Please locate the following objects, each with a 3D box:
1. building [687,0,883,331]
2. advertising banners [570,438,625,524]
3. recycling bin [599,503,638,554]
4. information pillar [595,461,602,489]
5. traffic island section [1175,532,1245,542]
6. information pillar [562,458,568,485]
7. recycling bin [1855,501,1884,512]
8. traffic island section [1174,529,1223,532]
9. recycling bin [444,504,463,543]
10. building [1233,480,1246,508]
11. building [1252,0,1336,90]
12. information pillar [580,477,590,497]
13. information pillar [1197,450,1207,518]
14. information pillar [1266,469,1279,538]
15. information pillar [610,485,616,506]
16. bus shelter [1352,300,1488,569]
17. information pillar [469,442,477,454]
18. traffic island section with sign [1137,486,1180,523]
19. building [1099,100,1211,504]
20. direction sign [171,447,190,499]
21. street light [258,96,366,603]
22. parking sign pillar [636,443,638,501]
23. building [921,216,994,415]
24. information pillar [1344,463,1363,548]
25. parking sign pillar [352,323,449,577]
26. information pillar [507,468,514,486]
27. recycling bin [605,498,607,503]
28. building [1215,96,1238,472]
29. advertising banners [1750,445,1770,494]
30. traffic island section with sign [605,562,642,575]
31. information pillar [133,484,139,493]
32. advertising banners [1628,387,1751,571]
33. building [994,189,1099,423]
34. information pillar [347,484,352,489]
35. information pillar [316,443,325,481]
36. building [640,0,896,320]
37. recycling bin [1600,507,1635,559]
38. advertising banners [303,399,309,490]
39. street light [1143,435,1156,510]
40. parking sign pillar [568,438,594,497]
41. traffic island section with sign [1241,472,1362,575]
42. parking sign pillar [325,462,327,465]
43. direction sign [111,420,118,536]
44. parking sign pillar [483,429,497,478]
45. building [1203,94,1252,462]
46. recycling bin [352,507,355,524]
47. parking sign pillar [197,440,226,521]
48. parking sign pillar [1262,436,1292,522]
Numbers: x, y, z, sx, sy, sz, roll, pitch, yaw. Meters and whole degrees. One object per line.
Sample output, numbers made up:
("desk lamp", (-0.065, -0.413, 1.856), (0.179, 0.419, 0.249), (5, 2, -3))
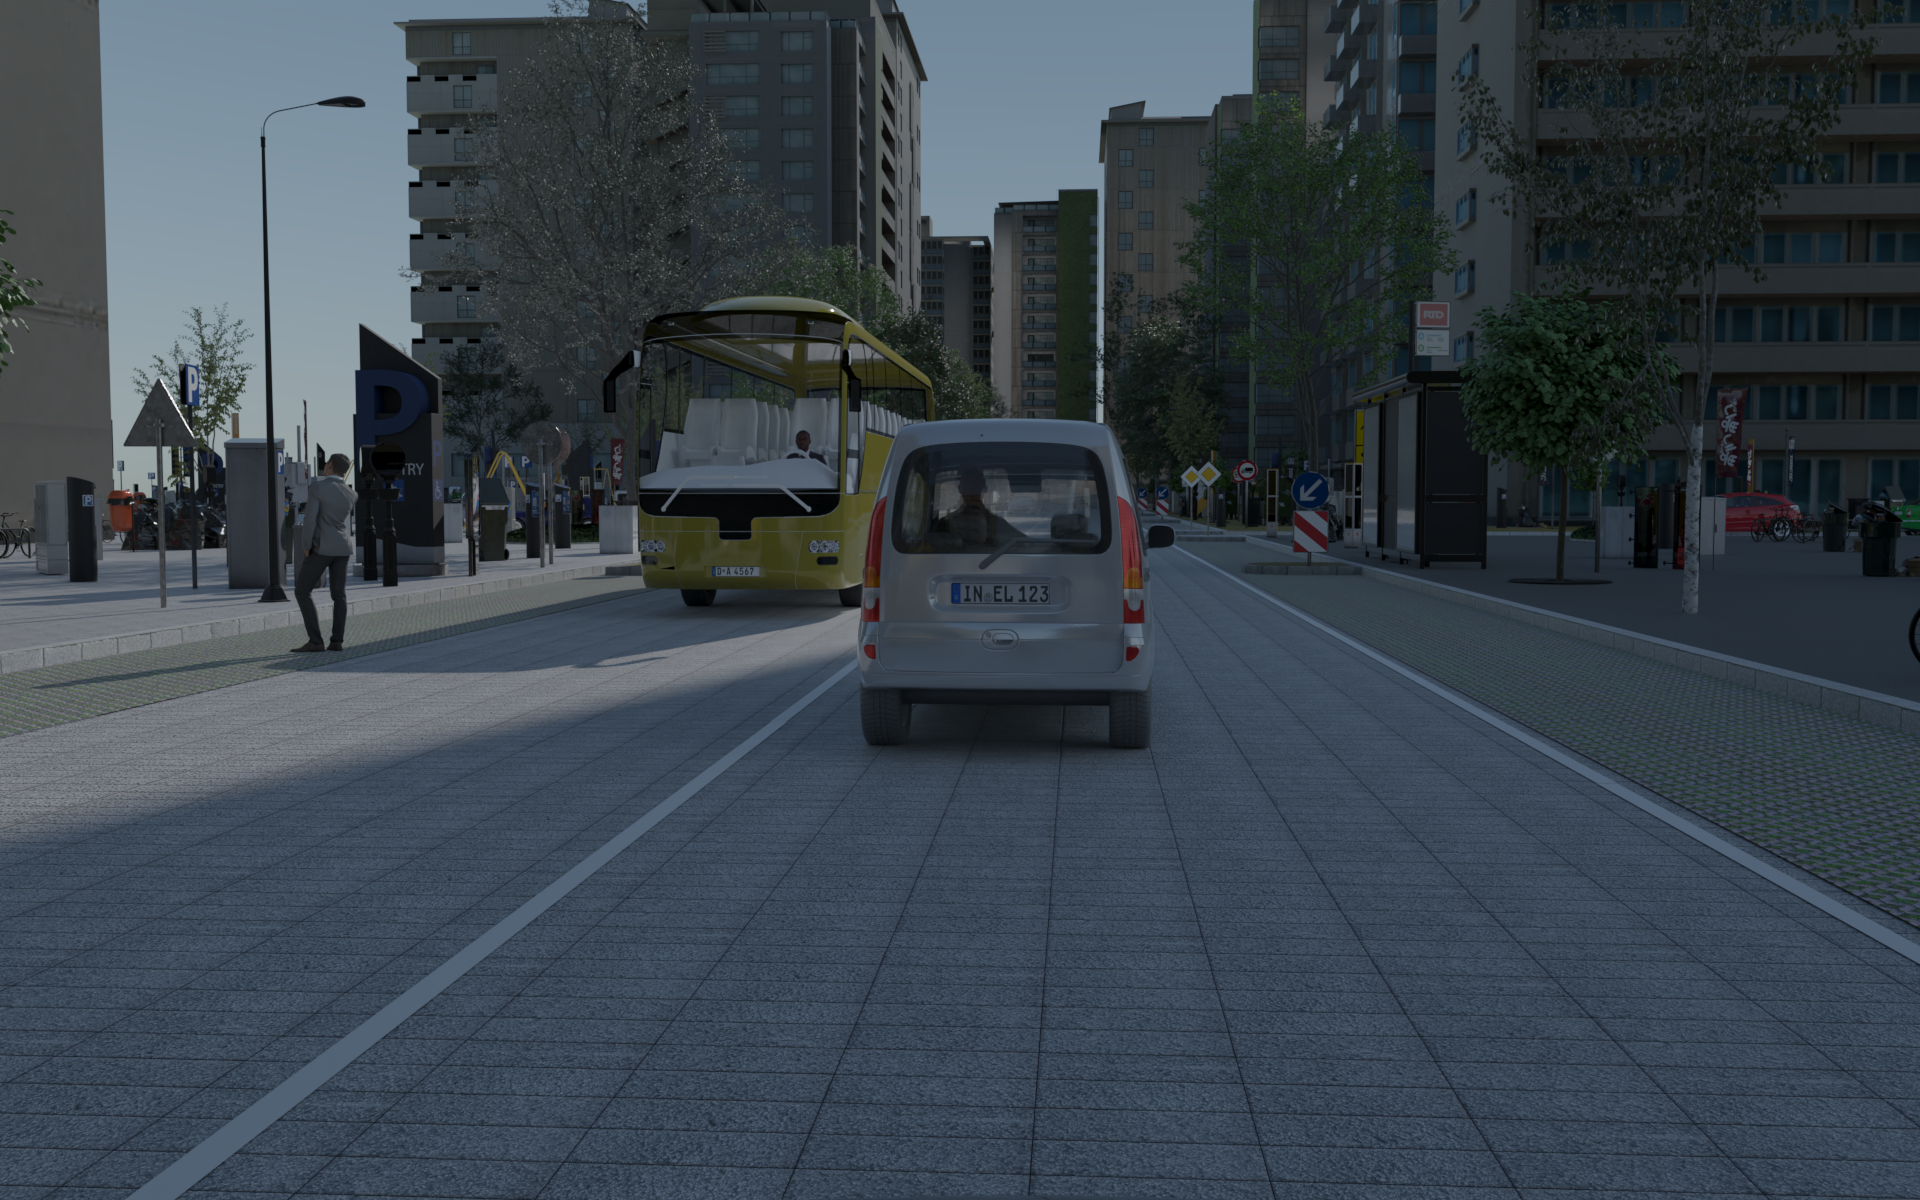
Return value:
("building", (-14.168, -28.188, 144.470), (14.154, 41.232, 14.086), (0, 4, 4))
("advertising banners", (-11.463, -3.576, 54.649), (2.074, 3.025, 0.090), (1, 4, 18))
("recycling bin", (-7.372, -1.520, 37.403), (0.722, 1.027, 0.722), (0, 4, -1))
("information pillar", (-25.163, -7.903, 120.571), (0.504, 3.616, 0.183), (-2, 4, -33))
("traffic island section", (7.632, -1.888, 53.150), (2.009, 0.180, 2.903), (0, 4, 4))
("information pillar", (-22.516, -6.579, 98.929), (0.504, 3.616, 0.183), (0, 4, -8))
("recycling bin", (33.062, -3.085, 62.987), (0.722, 1.027, 0.722), (-2, 4, -33))
("traffic island section", (8.180, -2.375, 61.116), (2.009, 0.180, 2.903), (0, 4, 4))
("recycling bin", (-13.572, -2.025, 45.662), (0.722, 1.027, 0.722), (-2, 4, -33))
("building", (42.168, -28.705, 161.204), (32.217, 40.220, 23.993), (0, 4, 4))
("building", (30.869, -28.083, 142.745), (14.154, 41.232, 14.086), (0, 4, 4))
("information pillar", (-16.051, -4.260, 74.135), (0.304, 2.012, 0.304), (-3, 4, -36))
("information pillar", (12.892, -6.172, 92.274), (0.504, 3.616, 0.183), (2, 4, 24))
("information pillar", (9.221, -2.851, 51.108), (0.304, 2.012, 0.304), (1, 4, 17))
("information pillar", (-21.862, -6.398, 109.093), (0.304, 2.012, 0.304), (0, 4, 2))
("bus shelter", (8.944, -3.425, 33.634), (2.179, 5.291, 8.768), (0, 4, 4))
("information pillar", (-21.858, -5.291, 77.866), (0.183, 3.616, 0.504), (2, 4, 24))
("traffic island section with sign", (9.881, -4.720, 85.802), (1.989, 1.847, 2.006), (0, 4, 4))
("building", (33.048, -39.798, 239.938), (27.495, 52.752, 28.713), (0, 4, 4))
("direction sign", (-35.577, -5.332, 79.172), (0.876, 3.537, 0.379), (0, 4, -1))
("street light", (-7.630, -2.928, 20.407), (1.470, 5.913, 1.316), (0, 4, 4))
("parking sign pillar", (-11.270, -4.553, 62.914), (1.447, 3.967, 1.447), (-3, 4, -36))
("building", (-6.935, -33.810, 244.670), (23.993, 40.220, 32.217), (0, 4, 4))
("information pillar", (9.318, -2.235, 41.038), (0.304, 2.012, 0.304), (-2, 4, -34))
("parking sign pillar", (-8.828, -2.370, 27.227), (1.447, 3.967, 1.447), (0, 4, 8))
("information pillar", (-27.763, -7.076, 107.040), (0.504, 3.616, 0.183), (2, 4, 23))
("recycling bin", (-23.106, -6.020, 110.975), (0.722, 1.027, 0.722), (2, 4, 31))
("building", (33.643, -30.410, 180.805), (14.154, 41.232, 14.086), (0, 4, 4))
("advertising banners", (28.419, -4.008, 61.713), (2.074, 3.025, 0.090), (-3, 5, -43))
("traffic island section with sign", (-5.164, -1.380, 31.187), (1.989, 1.847, 2.006), (0, 4, 4))
("information pillar", (-58.586, -7.258, 123.152), (0.304, 2.012, 0.304), (-3, 5, -40))
("advertising banners", (12.306, -2.027, 29.329), (0.090, 3.025, 2.074), (-3, 4, -36))
("building", (11.641, -33.706, 234.682), (14.086, 41.232, 14.154), (0, 4, 4))
("information pillar", (-45.191, -7.574, 128.324), (0.304, 2.012, 0.304), (-2, 4, -33))
("information pillar", (-29.188, -5.370, 79.148), (0.183, 3.616, 0.504), (1, 4, 21))
("building", (-17.663, -32.944, 162.337), (21.300, 48.544, 21.600), (0, 4, 4))
("recycling bin", (13.188, -1.353, 34.678), (0.722, 1.027, 0.722), (1, 4, 9))
("advertising banners", (-12.388, -2.253, 33.029), (0.090, 3.025, 2.074), (-1, 4, -15))
("street light", (14.699, -9.990, 135.879), (1.470, 5.913, 1.316), (0, 4, 4))
("parking sign pillar", (-18.488, -5.871, 84.458), (1.447, 3.967, 1.447), (2, 4, 31))
("traffic island section with sign", (6.137, -1.391, 31.371), (1.989, 1.847, 2.006), (0, 4, 4))
("parking sign pillar", (-48.579, -8.884, 133.732), (1.447, 3.967, 1.447), (-1, 4, -18))
("direction sign", (-26.081, -3.736, 53.076), (0.379, 3.537, 0.876), (-3, 5, -43))
("parking sign pillar", (-19.390, -5.081, 71.552), (1.447, 3.967, 1.447), (-1, 4, -18))
("building", (34.899, -33.311, 194.744), (14.600, 45.320, 14.200), (0, 4, 4))
("recycling bin", (-26.204, -3.795, 74.602), (0.722, 1.027, 0.722), (2, 4, 28))
("parking sign pillar", (-36.142, -5.822, 83.667), (1.447, 3.967, 1.447), (2, 4, 24))
("parking sign pillar", (14.721, -5.626, 80.463), (1.447, 3.967, 1.447), (1, 4, 9))
